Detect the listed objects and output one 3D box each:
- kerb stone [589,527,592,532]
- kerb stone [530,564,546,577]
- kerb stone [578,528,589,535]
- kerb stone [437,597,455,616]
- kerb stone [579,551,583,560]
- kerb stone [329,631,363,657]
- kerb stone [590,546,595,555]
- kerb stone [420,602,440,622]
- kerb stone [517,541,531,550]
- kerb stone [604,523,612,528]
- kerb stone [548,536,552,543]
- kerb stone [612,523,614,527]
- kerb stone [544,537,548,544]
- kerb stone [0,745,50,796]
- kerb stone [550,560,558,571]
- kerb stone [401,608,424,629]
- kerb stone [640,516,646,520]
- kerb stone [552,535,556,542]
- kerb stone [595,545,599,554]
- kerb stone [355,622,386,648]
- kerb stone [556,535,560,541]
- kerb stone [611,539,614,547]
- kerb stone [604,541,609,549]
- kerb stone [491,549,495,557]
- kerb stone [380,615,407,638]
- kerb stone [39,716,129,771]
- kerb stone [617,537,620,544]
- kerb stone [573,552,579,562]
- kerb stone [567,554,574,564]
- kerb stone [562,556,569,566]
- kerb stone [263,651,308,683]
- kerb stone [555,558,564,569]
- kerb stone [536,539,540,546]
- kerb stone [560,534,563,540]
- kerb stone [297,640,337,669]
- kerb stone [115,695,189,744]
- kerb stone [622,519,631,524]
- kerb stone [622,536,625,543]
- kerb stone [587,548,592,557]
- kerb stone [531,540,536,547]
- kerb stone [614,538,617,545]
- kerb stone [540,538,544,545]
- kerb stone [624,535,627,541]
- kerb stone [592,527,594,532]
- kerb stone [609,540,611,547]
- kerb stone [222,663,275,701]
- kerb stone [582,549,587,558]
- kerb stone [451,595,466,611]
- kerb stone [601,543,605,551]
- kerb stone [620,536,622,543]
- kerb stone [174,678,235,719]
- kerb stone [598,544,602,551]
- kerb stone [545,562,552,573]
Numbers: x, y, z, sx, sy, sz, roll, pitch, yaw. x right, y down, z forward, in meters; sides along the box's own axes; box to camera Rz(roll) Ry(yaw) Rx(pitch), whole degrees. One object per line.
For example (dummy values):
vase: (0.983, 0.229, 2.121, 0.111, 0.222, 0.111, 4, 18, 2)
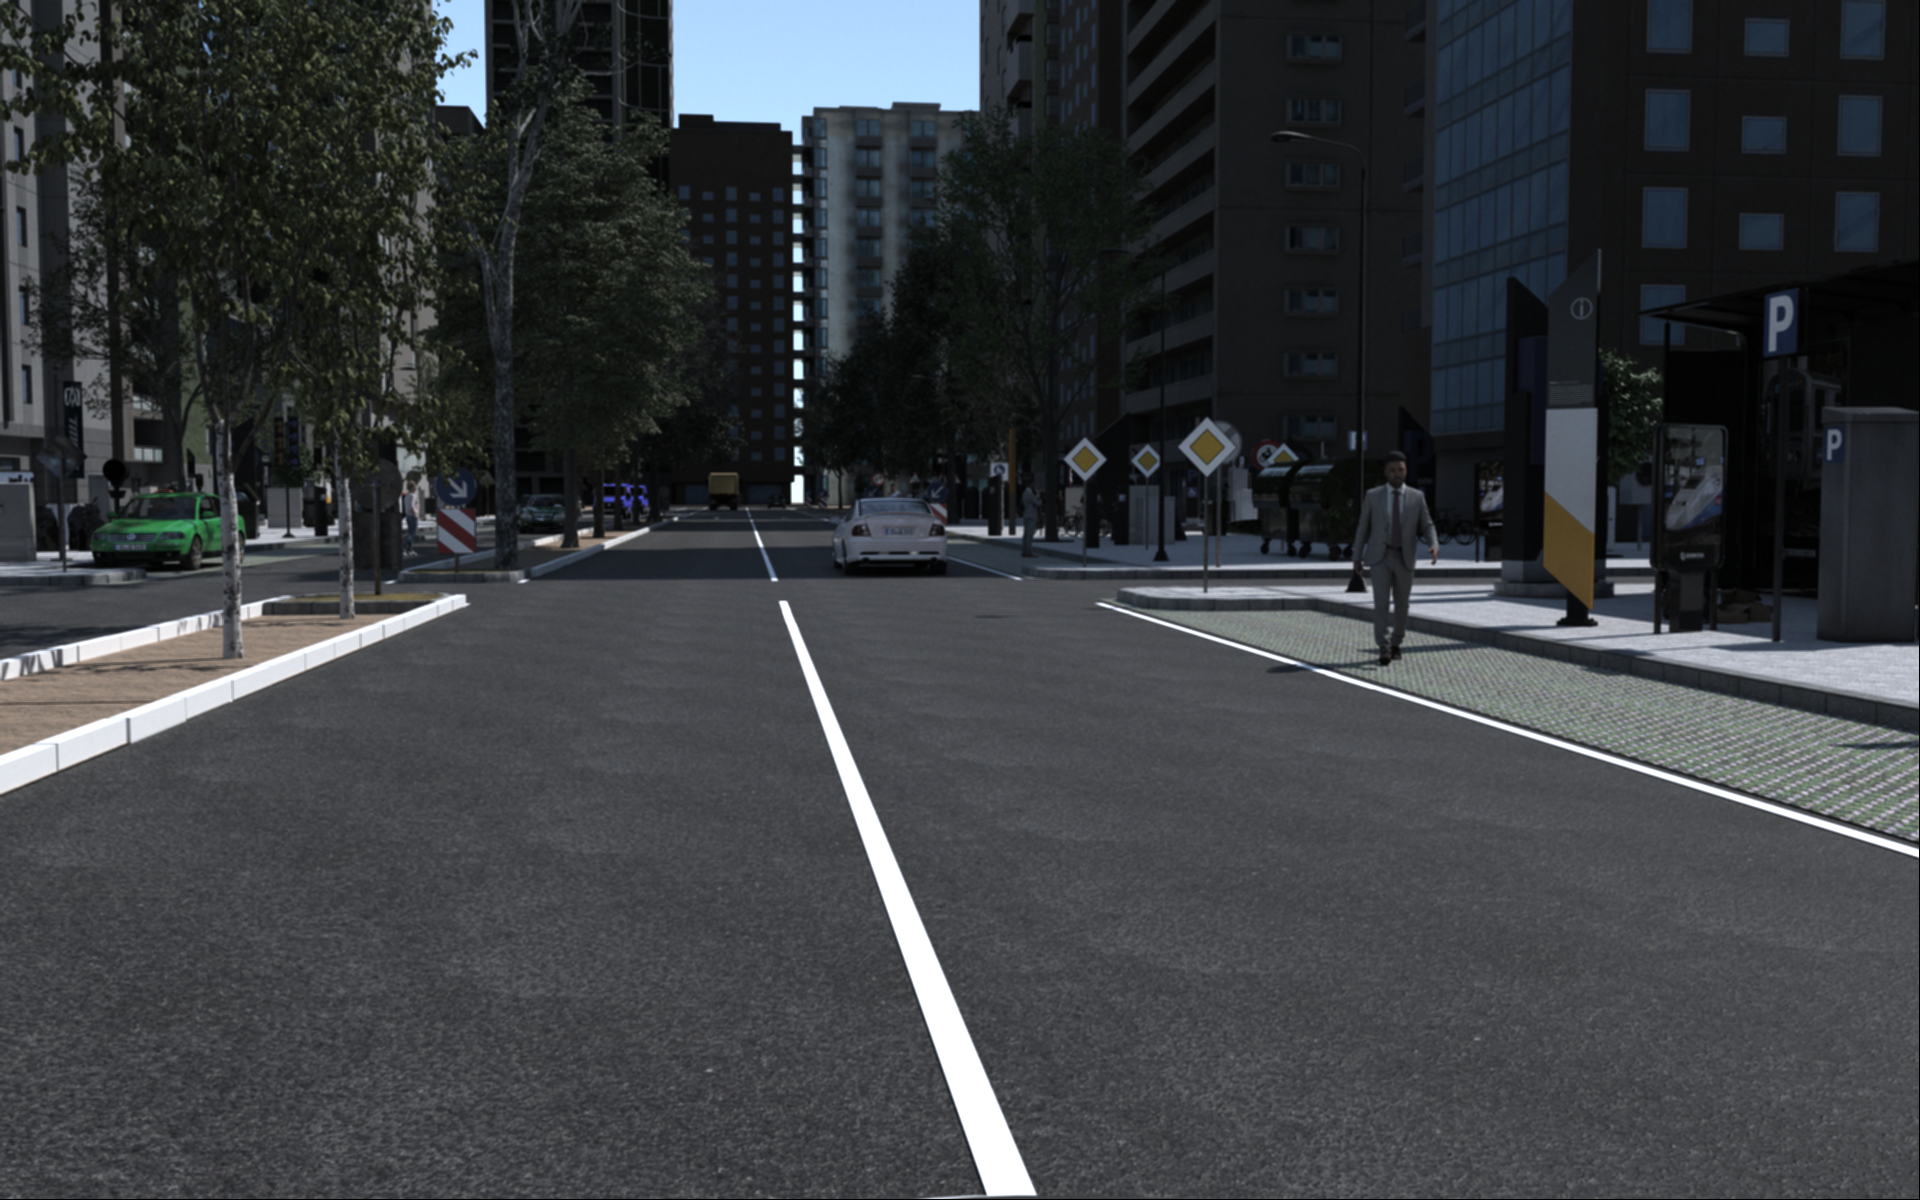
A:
kerb stone: (-13.724, -2.532, 63.597, 0.120, 0.150, 1.000, 0, 4, -7)
kerb stone: (-7.398, -0.494, 30.266, 0.120, 0.150, 1.000, 0, 4, -7)
kerb stone: (-13.603, -2.470, 62.581, 0.120, 0.150, 1.000, 0, 4, -7)
kerb stone: (-6.176, 0.099, 20.582, 0.120, 0.150, 1.000, 0, 4, -7)
kerb stone: (-8.296, -0.929, 37.377, 0.120, 0.150, 1.000, 0, 4, -7)
kerb stone: (-5.538, 0.412, 15.491, 0.120, 0.150, 1.000, 0, 4, -7)
kerb stone: (-8.678, -1.115, 40.420, 0.120, 0.150, 1.000, 0, 4, -7)
kerb stone: (-6.050, 0.162, 19.560, 0.120, 0.150, 1.000, 0, 4, -7)
kerb stone: (-11.417, -1.413, 45.294, 0.120, 0.150, 1.000, 0, 4, -7)
kerb stone: (-15.014, -3.154, 73.762, 0.120, 0.150, 1.000, 0, 4, -7)
kerb stone: (-12.056, -1.724, 50.381, 0.120, 0.150, 1.000, 0, 4, -7)
kerb stone: (-15.139, -3.216, 74.782, 0.120, 0.150, 1.000, 0, 4, -7)
kerb stone: (-11.920, -1.662, 49.365, 0.120, 0.150, 1.000, 0, 4, -7)
kerb stone: (-4.638, 0.847, 8.394, 0.120, 0.150, 1.000, 0, 4, -7)
kerb stone: (-7.653, -0.613, 32.296, 0.120, 0.150, 1.000, 0, 4, -7)
kerb stone: (-5.913, 0.226, 18.538, 0.120, 0.150, 1.000, 0, 4, -7)
kerb stone: (-18.352, -4.773, 100.235, 0.120, 0.150, 1.000, 0, 4, -7)
kerb stone: (-12.184, -1.785, 51.400, 0.120, 0.150, 1.000, 0, 4, -7)
kerb stone: (-8.807, -1.177, 41.434, 0.120, 0.150, 1.000, 0, 4, -7)
kerb stone: (-5.663, 0.351, 16.508, 0.120, 0.150, 1.000, 0, 4, -7)
kerb stone: (-12.310, -1.848, 52.422, 0.120, 0.150, 1.000, 0, 4, -7)
kerb stone: (-9.455, -1.488, 46.531, 0.120, 0.150, 1.000, 0, 4, -7)
kerb stone: (-9.190, -1.364, 44.494, 0.120, 0.150, 1.000, 0, 4, -7)
kerb stone: (-10.636, -1.035, 39.183, 0.120, 0.150, 1.000, 0, 4, -7)
kerb stone: (-5.784, 0.286, 17.523, 0.120, 0.150, 1.000, 0, 4, -7)
kerb stone: (-4.767, 0.782, 9.408, 0.120, 0.150, 1.000, 0, 4, -7)
kerb stone: (-9.712, -1.613, 48.566, 0.120, 0.150, 1.000, 0, 4, -7)
kerb stone: (-8.165, -0.865, 36.363, 0.120, 0.150, 1.000, 0, 4, -7)
kerb stone: (-8.035, -0.804, 35.342, 0.120, 0.150, 1.000, 0, 4, -7)
kerb stone: (-7.916, -0.742, 34.323, 0.120, 0.150, 1.000, 0, 4, -7)
kerb stone: (-5.278, 0.534, 13.464, 0.120, 0.150, 1.000, 0, 4, -7)
kerb stone: (-7.781, -0.680, 33.310, 0.120, 0.150, 1.000, 0, 4, -7)
kerb stone: (-11.674, -1.536, 47.325, 0.120, 0.150, 1.000, 0, 4, -7)
kerb stone: (-12.445, -1.911, 53.435, 0.120, 0.150, 1.000, 0, 4, -7)
kerb stone: (-5.408, 0.472, 14.478, 0.120, 0.150, 1.000, 0, 4, -7)
kerb stone: (-4.881, 0.720, 10.424, 0.120, 0.150, 1.000, 0, 4, -7)
kerb stone: (-16.555, -3.901, 85.970, 0.120, 0.150, 1.000, 0, 4, -7)
kerb stone: (-9.969, -1.738, 50.607, 0.120, 0.150, 1.000, 0, 4, -7)
kerb stone: (-8.545, -1.053, 39.406, 0.120, 0.150, 1.000, 0, 4, -7)
kerb stone: (-11.539, -1.475, 46.309, 0.120, 0.150, 1.000, 0, 4, -7)
kerb stone: (-9.587, -1.551, 47.552, 0.120, 0.150, 1.000, 0, 4, -7)
kerb stone: (-11.795, -1.596, 48.342, 0.120, 0.150, 1.000, 0, 4, -7)
kerb stone: (-10.090, -1.799, 51.626, 0.120, 0.150, 1.000, 0, 4, -7)
kerb stone: (-13.850, -2.591, 64.617, 0.120, 0.150, 1.000, 0, 4, -7)
kerb stone: (-9.325, -1.423, 45.517, 0.120, 0.150, 1.000, 0, 4, -7)
kerb stone: (-5.143, 0.597, 12.451, 0.120, 0.150, 1.000, 0, 4, -7)
kerb stone: (-8.421, -0.989, 38.392, 0.120, 0.150, 1.000, 0, 4, -7)
kerb stone: (-6.302, 0.037, 21.599, 0.120, 0.150, 1.000, 0, 4, -7)
kerb stone: (-9.070, -1.302, 43.479, 0.120, 0.150, 1.000, 0, 4, -7)
kerb stone: (-9.843, -1.674, 49.593, 0.120, 0.150, 1.000, 0, 4, -7)
kerb stone: (-5.014, 0.658, 11.437, 0.120, 0.150, 1.000, 0, 4, -7)
kerb stone: (-8.937, -1.239, 42.457, 0.120, 0.150, 1.000, 0, 4, -7)
kerb stone: (-7.533, -0.553, 31.280, 0.120, 0.150, 1.000, 0, 4, -7)
